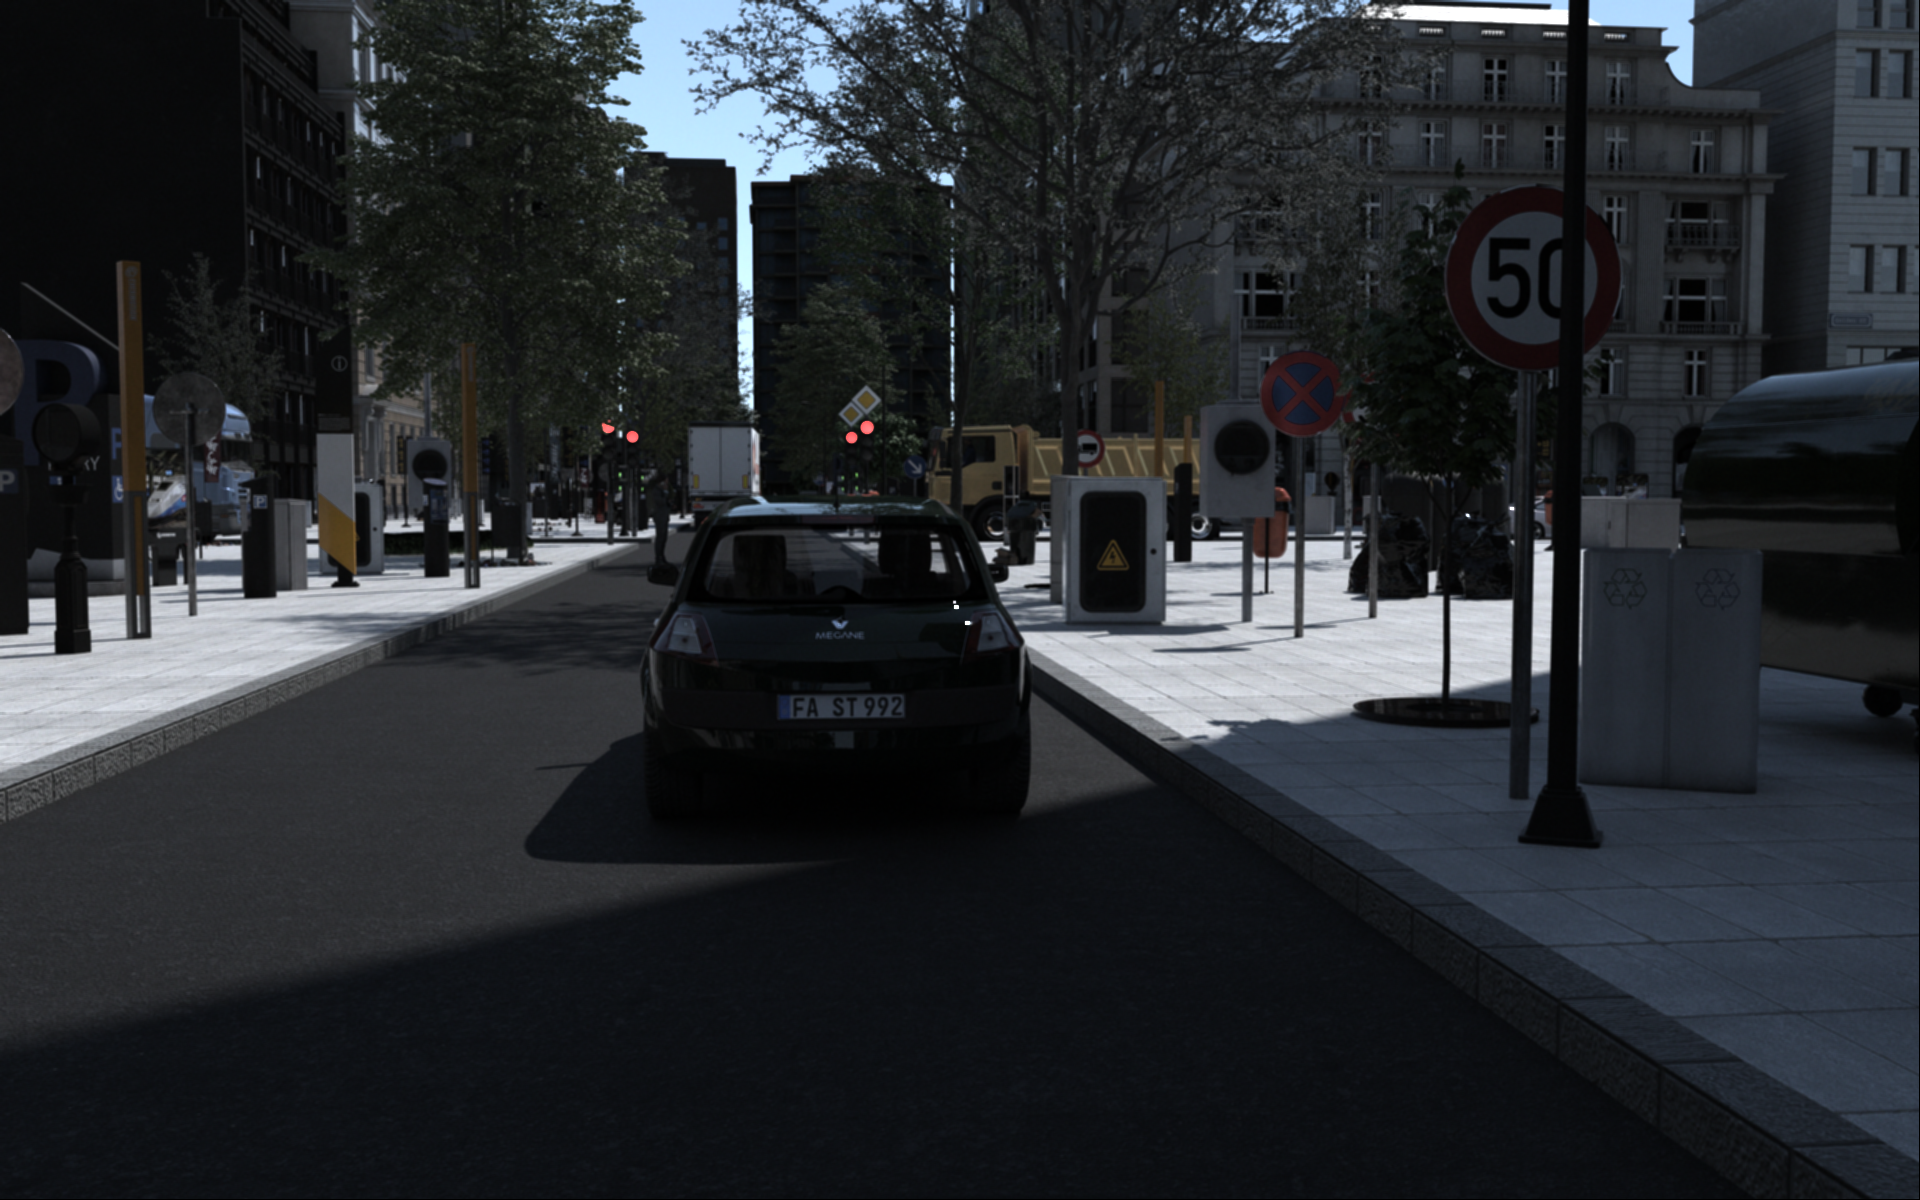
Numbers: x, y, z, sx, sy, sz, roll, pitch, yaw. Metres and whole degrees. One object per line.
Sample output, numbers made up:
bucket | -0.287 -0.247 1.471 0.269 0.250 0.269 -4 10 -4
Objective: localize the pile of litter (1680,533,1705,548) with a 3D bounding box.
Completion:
pile of litter | 10.138 -0.638 24.397 1.719 0.858 1.176 -1 4 -13

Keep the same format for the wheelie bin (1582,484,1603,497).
wheelie bin | 19.960 -2.885 55.077 0.980 1.594 0.693 -1 4 -22

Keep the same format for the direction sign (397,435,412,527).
direction sign | -21.567 -4.609 67.353 0.379 3.537 0.876 1 4 21

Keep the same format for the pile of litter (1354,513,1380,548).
pile of litter | 10.021 -1.662 41.137 1.176 0.858 1.719 0 4 -4

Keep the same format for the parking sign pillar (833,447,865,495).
parking sign pillar | -5.513 -5.703 81.710 1.447 3.967 1.447 -2 4 -31

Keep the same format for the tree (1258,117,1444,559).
tree | 7.659 -5.092 33.613 4.360 8.622 3.978 0 3 0

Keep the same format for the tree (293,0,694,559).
tree | -9.178 -7.112 34.402 7.486 12.596 7.792 0 3 0

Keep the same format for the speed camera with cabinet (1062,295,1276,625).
speed camera with cabinet | 2.053 -1.394 17.120 2.038 3.252 0.660 0 4 0

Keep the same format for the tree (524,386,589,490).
tree | -24.889 -9.748 109.745 4.737 8.622 4.395 0 3 0

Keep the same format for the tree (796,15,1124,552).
tree | 0.046 -6.862 37.954 9.928 11.665 9.643 0 3 0

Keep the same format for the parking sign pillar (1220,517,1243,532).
parking sign pillar | 9.552 -4.338 59.395 1.447 3.967 1.447 3 4 36

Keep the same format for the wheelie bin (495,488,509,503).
wheelie bin | -25.641 -5.473 97.393 0.980 1.594 0.693 -2 4 -27

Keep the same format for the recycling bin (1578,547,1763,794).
recycling bin | 3.206 0.289 7.822 0.722 1.027 0.722 1 4 23

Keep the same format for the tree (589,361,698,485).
tree | -15.127 -8.290 85.910 4.737 8.622 4.395 0 3 0

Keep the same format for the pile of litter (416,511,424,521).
pile of litter | -25.297 -4.225 83.048 1.719 0.858 1.176 -2 4 -31

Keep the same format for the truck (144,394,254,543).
truck | -27.609 -3.379 45.007 18.799 4.110 2.967 0 4 -6

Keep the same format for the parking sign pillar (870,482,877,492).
parking sign pillar | -4.884 -6.725 98.431 1.447 3.967 1.447 -3 5 -40

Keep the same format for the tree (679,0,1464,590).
tree | 1.525 -6.894 23.089 12.009 13.543 11.850 0 3 0

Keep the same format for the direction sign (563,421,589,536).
direction sign | -11.630 -3.701 52.501 0.379 3.537 0.876 3 5 43

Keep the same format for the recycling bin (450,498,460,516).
recycling bin | -29.509 -5.408 100.976 0.722 1.027 0.722 -2 4 -27

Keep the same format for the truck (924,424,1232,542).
truck | 3.027 -3.279 49.541 9.791 3.379 3.469 0 4 -5

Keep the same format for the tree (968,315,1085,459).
tree | 2.831 -7.369 70.848 4.360 8.622 3.978 0 3 0

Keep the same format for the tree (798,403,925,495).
tree | -2.897 -4.641 59.596 4.285 4.588 4.351 0 3 0

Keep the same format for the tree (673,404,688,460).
tree | -20.065 -12.938 137.288 9.928 11.665 9.643 0 3 0

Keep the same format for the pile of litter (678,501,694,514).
pile of litter | -17.770 -5.996 111.995 1.176 0.858 1.719 -1 4 -9

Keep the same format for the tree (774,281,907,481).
tree | -6.569 -10.681 92.759 7.486 12.596 7.792 0 3 0

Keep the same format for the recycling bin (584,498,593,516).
recycling bin | -22.072 -5.585 103.868 0.722 1.027 0.722 -3 5 -39

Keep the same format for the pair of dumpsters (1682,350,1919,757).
pair of dumpsters | 5.150 -0.327 7.838 1.574 2.255 4.437 0 4 -7

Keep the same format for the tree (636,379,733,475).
tree | -19.578 -11.728 126.158 8.767 10.594 7.601 -1 4 -20

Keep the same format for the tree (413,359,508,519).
tree | -25.228 -8.370 87.207 4.737 8.622 4.395 0 3 0

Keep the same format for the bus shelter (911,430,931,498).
bus shelter | -1.020 -4.581 66.187 1.731 3.624 6.357 0 4 -6

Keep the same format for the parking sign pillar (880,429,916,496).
parking sign pillar | -2.347 -5.061 71.212 1.447 3.967 1.447 2 4 24

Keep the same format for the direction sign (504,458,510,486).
direction sign | -28.249 -7.135 108.652 0.379 3.537 0.876 2 4 34

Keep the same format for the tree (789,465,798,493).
tree | -12.039 -9.478 138.686 4.285 4.588 4.351 0 3 0

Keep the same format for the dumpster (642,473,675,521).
dumpster | -13.852 -4.694 79.242 1.502 2.255 1.985 0 4 -6

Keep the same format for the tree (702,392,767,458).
tree | -25.882 -17.339 190.141 9.857 13.997 8.962 0 3 0

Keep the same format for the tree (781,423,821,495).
tree | -14.813 -12.836 160.236 4.360 8.622 3.978 0 3 0

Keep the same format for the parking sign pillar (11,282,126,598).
parking sign pillar | -11.310 -2.051 22.011 1.447 3.967 1.447 0 4 5

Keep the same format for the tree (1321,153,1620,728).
tree | 2.934 -0.936 9.911 1.663 3.219 1.824 0 3 0

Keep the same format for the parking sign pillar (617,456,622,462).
parking sign pillar | -21.396 -7.239 106.833 1.447 3.967 1.447 0 4 -8

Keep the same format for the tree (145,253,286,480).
tree | -22.394 -6.254 52.623 4.360 8.622 3.978 0 3 0

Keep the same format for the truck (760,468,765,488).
truck | -20.923 -11.167 172.343 2.967 4.110 18.799 0 4 -6

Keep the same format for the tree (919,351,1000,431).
tree | 0.180 -8.355 86.967 4.737 8.622 4.395 0 3 0

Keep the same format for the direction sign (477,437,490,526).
direction sign | -19.147 -4.714 69.065 0.876 3.537 0.379 -3 5 -41

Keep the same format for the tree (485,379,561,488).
tree | -25.218 -9.205 100.869 4.360 8.622 3.978 0 3 0

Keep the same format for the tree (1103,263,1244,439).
tree | 6.683 -6.380 54.681 4.737 8.622 4.395 0 3 0

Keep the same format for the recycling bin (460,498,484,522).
recycling bin | -22.097 -4.044 78.675 0.722 1.027 0.722 1 4 12

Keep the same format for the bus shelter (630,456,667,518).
bus shelter | -17.259 -6.199 95.272 2.014 3.302 5.546 0 4 -7

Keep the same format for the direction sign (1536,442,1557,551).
direction sign | 13.433 -2.883 39.141 0.876 3.537 0.379 3 5 40

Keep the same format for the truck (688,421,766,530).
truck | -9.693 -5.109 72.447 2.839 4.237 11.283 0 4 -5

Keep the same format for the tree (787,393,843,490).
tree | -9.633 -10.368 119.875 4.737 8.622 4.395 0 3 0

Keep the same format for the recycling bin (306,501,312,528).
recycling bin | -25.205 -3.268 65.984 0.722 1.027 0.722 3 5 41

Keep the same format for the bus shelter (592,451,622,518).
bus shelter | -19.616 -6.517 97.828 1.731 3.624 6.357 0 4 -6

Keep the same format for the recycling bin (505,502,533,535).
recycling bin | -13.834 -2.552 54.274 0.722 1.027 0.722 -2 4 -27

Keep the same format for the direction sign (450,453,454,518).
direction sign | -26.995 -6.085 91.485 0.876 3.537 0.379 3 5 41

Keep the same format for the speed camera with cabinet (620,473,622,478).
speed camera with cabinet | -14.253 -4.897 74.395 0.660 3.252 2.038 1 4 20

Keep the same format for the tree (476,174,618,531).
tree | -11.514 -9.155 60.052 12.009 13.543 11.850 0 3 0
